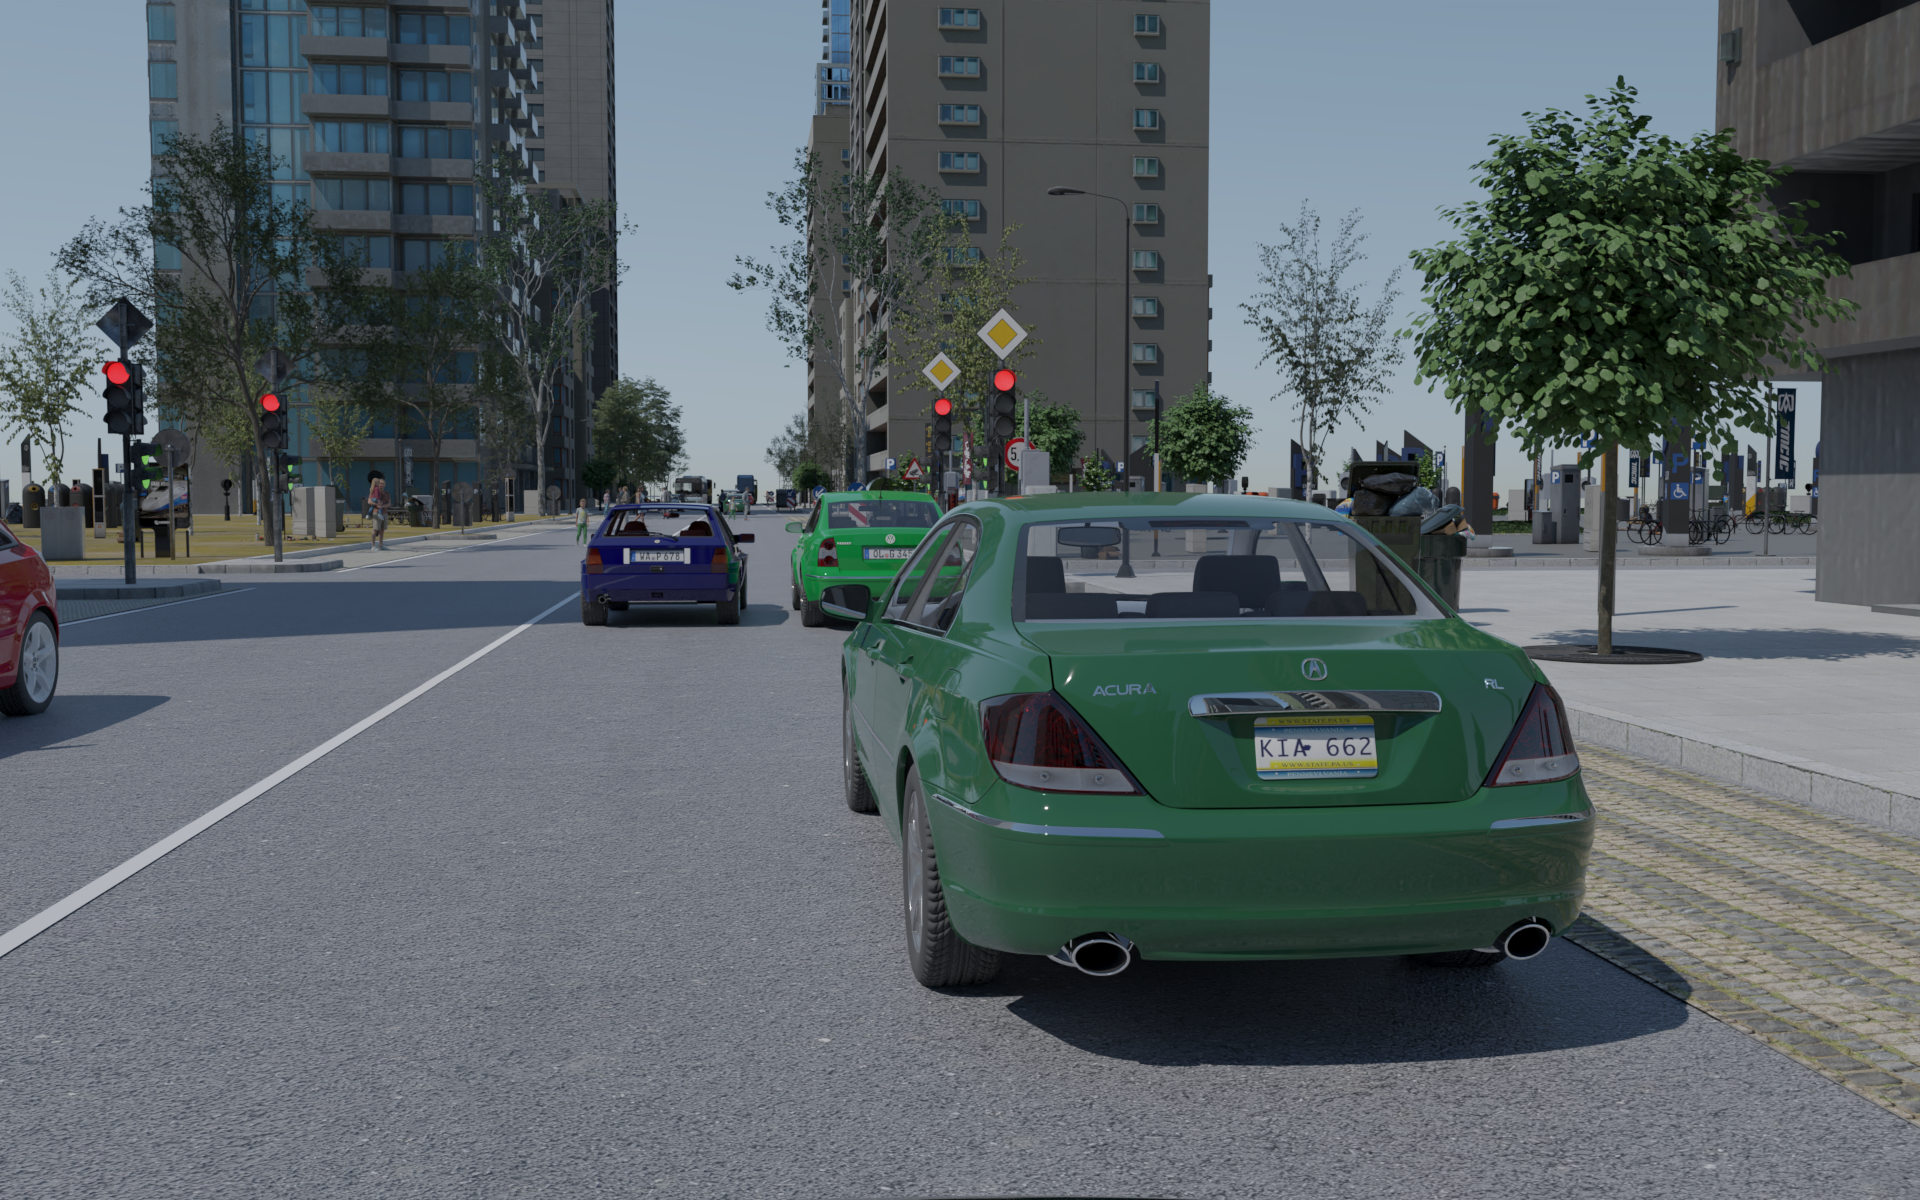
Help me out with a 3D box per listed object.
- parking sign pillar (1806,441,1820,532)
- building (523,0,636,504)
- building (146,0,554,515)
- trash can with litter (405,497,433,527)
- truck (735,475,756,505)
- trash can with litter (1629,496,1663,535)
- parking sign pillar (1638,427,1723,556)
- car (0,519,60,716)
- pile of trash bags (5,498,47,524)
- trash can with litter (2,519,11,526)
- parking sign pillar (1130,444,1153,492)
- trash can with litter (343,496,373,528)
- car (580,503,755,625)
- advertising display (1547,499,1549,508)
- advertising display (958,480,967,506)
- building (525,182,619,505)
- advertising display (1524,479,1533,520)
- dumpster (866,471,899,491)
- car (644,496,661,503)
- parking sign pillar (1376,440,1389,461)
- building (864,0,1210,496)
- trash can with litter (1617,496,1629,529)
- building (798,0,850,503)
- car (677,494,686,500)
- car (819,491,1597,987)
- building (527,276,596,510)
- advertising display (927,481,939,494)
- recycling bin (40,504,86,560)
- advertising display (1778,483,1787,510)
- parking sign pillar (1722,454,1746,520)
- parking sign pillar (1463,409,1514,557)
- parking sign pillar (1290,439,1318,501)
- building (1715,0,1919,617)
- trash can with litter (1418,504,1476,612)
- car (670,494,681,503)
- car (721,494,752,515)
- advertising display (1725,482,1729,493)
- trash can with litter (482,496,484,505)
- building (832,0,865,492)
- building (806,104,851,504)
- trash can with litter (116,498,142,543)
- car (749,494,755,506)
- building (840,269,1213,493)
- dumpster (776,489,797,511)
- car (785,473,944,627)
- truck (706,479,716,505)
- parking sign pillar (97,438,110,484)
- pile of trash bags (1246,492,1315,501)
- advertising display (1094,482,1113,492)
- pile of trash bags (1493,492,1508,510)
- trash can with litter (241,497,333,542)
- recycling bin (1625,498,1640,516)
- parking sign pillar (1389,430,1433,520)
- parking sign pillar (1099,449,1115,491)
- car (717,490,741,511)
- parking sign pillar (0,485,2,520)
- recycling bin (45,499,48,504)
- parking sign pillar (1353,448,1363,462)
[{"bbox_3d":[29.888,-4.339,59.418,1.447,3.967,1.447,-1,4,-23],"label":"parking sign pillar"},{"bbox_3d":[-52.876,-48.069,224.177,20.563,71.187,20.611,0,4,-7],"label":"building"},{"bbox_3d":[-41.576,-30.622,120.286,23.786,49.044,30.456,0,4,-7],"label":"building"},{"bbox_3d":[-20.852,-3.395,66.900,0.624,1.170,1.055,2,4,32],"label":"trash can with litter"},{"bbox_3d":[-29.248,-15.040,235.663,2.967,4.110,18.799,0,4,-6],"label":"truck"},{"bbox_3d":[22.507,-2.698,55.176,1.678,1.210,2.233,2,4,32],"label":"trash can with litter"},{"bbox_3d":[15.063,-2.930,36.380,1.447,3.967,1.447,1,4,17],"label":"parking sign pillar"},{"bbox_3d":[-6.681,-0.042,9.721,2.155,1.783,4.494,0,4,-7],"label":"car"},{"bbox_3d":[-39.990,-3.920,73.838,1.912,1.369,3.447,2,4,24],"label":"pile of trash bags"},{"bbox_3d":[-38.477,-3.529,69.085,1.055,1.170,0.624,-1,4,-22],"label":"trash can with litter"},{"bbox_3d":[8.515,-5.630,80.515,1.447,3.967,1.447,0,4,2],"label":"parking sign pillar"},{"bbox_3d":[-22.909,-3.362,66.031,2.233,1.210,1.678,0,4,-2],"label":"trash can with litter"},{"bbox_3d":[-3.393,-0.472,20.290,1.945,1.354,3.894,0,4,-5],"label":"car"},{"bbox_3d":[28.485,-4.890,85.166,0.974,1.923,0.123,-1,4,-13],"label":"advertising display"},{"bbox_3d":[-0.138,-4.364,76.567,0.974,1.923,0.123,2,4,30],"label":"advertising display"},{"bbox_3d":[-56.115,-31.217,202.278,32.217,40.220,23.993,0,4,-7],"label":"building"},{"bbox_3d":[24.254,-4.177,73.514,0.974,1.923,0.123,-3,5,-41],"label":"advertising display"},{"bbox_3d":[-3.227,-4.346,73.545,1.502,2.255,1.985,0,4,-7],"label":"dumpster"},{"bbox_3d":[-20.008,-6.150,113.138,1.945,1.354,3.894,-1,4,-8],"label":"car"},{"bbox_3d":[21.122,-5.918,85.229,1.447,3.967,1.447,1,4,14],"label":"parking sign pillar"},{"bbox_3d":[4.653,-30.474,121.947,21.300,48.544,21.600,0,4,-7],"label":"building"},{"bbox_3d":[23.281,-3.117,62.019,2.233,1.210,1.678,0,4,5],"label":"trash can with litter"},{"bbox_3d":[-12.103,-57.451,251.995,22.319,86.520,31.000,0,4,-7],"label":"building"},{"bbox_3d":[-24.457,-8.314,147.728,2.131,1.459,4.920,-1,4,-9],"label":"car"},{"bbox_3d":[0.567,0.320,6.565,2.131,1.459,4.920,0,4,-8],"label":"car"},{"bbox_3d":[-47.052,-18.670,150.293,27.650,21.520,28.899,0,4,-7],"label":"building"},{"bbox_3d":[-1.232,-4.942,86.009,0.974,1.923,0.123,-3,4,-37],"label":"advertising display"},{"bbox_3d":[-17.555,-1.306,33.909,0.722,1.027,0.722,-1,4,-22],"label":"recycling bin"},{"bbox_3d":[48.313,-5.906,101.776,0.974,1.923,0.123,-3,5,-40],"label":"advertising display"},{"bbox_3d":[39.001,-6.030,87.070,1.447,3.967,1.447,1,4,13],"label":"parking sign pillar"},{"bbox_3d":[10.670,-2.884,35.624,1.447,3.967,1.447,1,4,8],"label":"parking sign pillar"},{"bbox_3d":[16.779,-5.870,84.448,1.447,3.967,1.447,-1,4,-15],"label":"parking sign pillar"},{"bbox_3d":[15.870,-15.036,17.534,14.160,30.474,14.107,0,4,-7],"label":"building"},{"bbox_3d":[4.939,-0.441,18.601,1.055,1.170,0.624,-1,4,-11],"label":"trash can with litter"},{"bbox_3d":[-23.844,-7.975,142.189,2.131,1.459,4.920,0,4,-6],"label":"car"},{"bbox_3d":[-15.372,-6.566,119.150,2.131,1.459,4.920,0,4,-8],"label":"car"},{"bbox_3d":[41.568,-5.401,93.518,0.974,1.923,0.123,-3,5,-43],"label":"advertising display"},{"bbox_3d":[-29.048,-5.761,105.257,1.678,1.210,2.233,-3,5,-45],"label":"trash can with litter"},{"bbox_3d":[-2.232,-44.852,171.579,20.563,71.187,20.611,0,4,-7],"label":"building"},{"bbox_3d":[-7.720,-36.040,212.961,21.300,48.544,21.600,0,4,-7],"label":"building"},{"bbox_3d":[-21.761,-2.086,45.488,0.624,1.170,1.055,-1,4,-12],"label":"trash can with litter"},{"bbox_3d":[-26.296,-12.466,212.851,2.155,1.783,4.494,0,4,-7],"label":"car"},{"bbox_3d":[4.326,-18.592,149.016,27.650,21.520,28.899,0,4,-7],"label":"building"},{"bbox_3d":[-15.059,-8.674,150.037,1.865,1.857,1.264,0,4,-8],"label":"dumpster"},{"bbox_3d":[-1.025,-0.694,20.136,1.959,1.807,4.718,0,4,-8],"label":"car"},{"bbox_3d":[-33.615,-14.067,225.916,3.469,3.379,9.791,-1,4,-8],"label":"truck"},{"bbox_3d":[-41.401,-5.823,83.686,1.447,3.967,1.447,-2,4,-28],"label":"parking sign pillar"},{"bbox_3d":[13.342,-3.749,71.053,1.912,1.369,3.447,-2,4,-32],"label":"pile of trash bags"},{"bbox_3d":[6.382,-4.451,77.988,0.974,1.923,0.123,-1,4,-12],"label":"advertising display"},{"bbox_3d":[29.250,-4.968,90.983,1.912,1.369,3.447,-3,5,-39],"label":"pile of trash bags"},{"bbox_3d":[-18.477,-2.239,47.662,2.233,1.210,1.678,0,4,-6],"label":"trash can with litter"},{"bbox_3d":[39.168,-5.408,100.969,0.722,1.027,0.722,-3,5,-44],"label":"recycling bin"},{"bbox_3d":[19.005,-5.117,72.142,1.447,3.967,1.447,3,5,44],"label":"parking sign pillar"},{"bbox_3d":[8.671,-7.002,102.955,1.447,3.967,1.447,-2,4,-28],"label":"parking sign pillar"},{"bbox_3d":[-19.354,-8.403,146.056,2.281,1.827,5.304,-1,4,-9],"label":"car"},{"bbox_3d":[-18.604,-2.675,32.207,1.447,3.967,1.447,2,4,28],"label":"parking sign pillar"},{"bbox_3d":[-48.040,-4.793,90.927,0.722,1.027,0.722,1,4,13],"label":"recycling bin"},{"bbox_3d":[23.801,-6.994,102.830,1.447,3.967,1.447,3,4,39],"label":"parking sign pillar"}]
